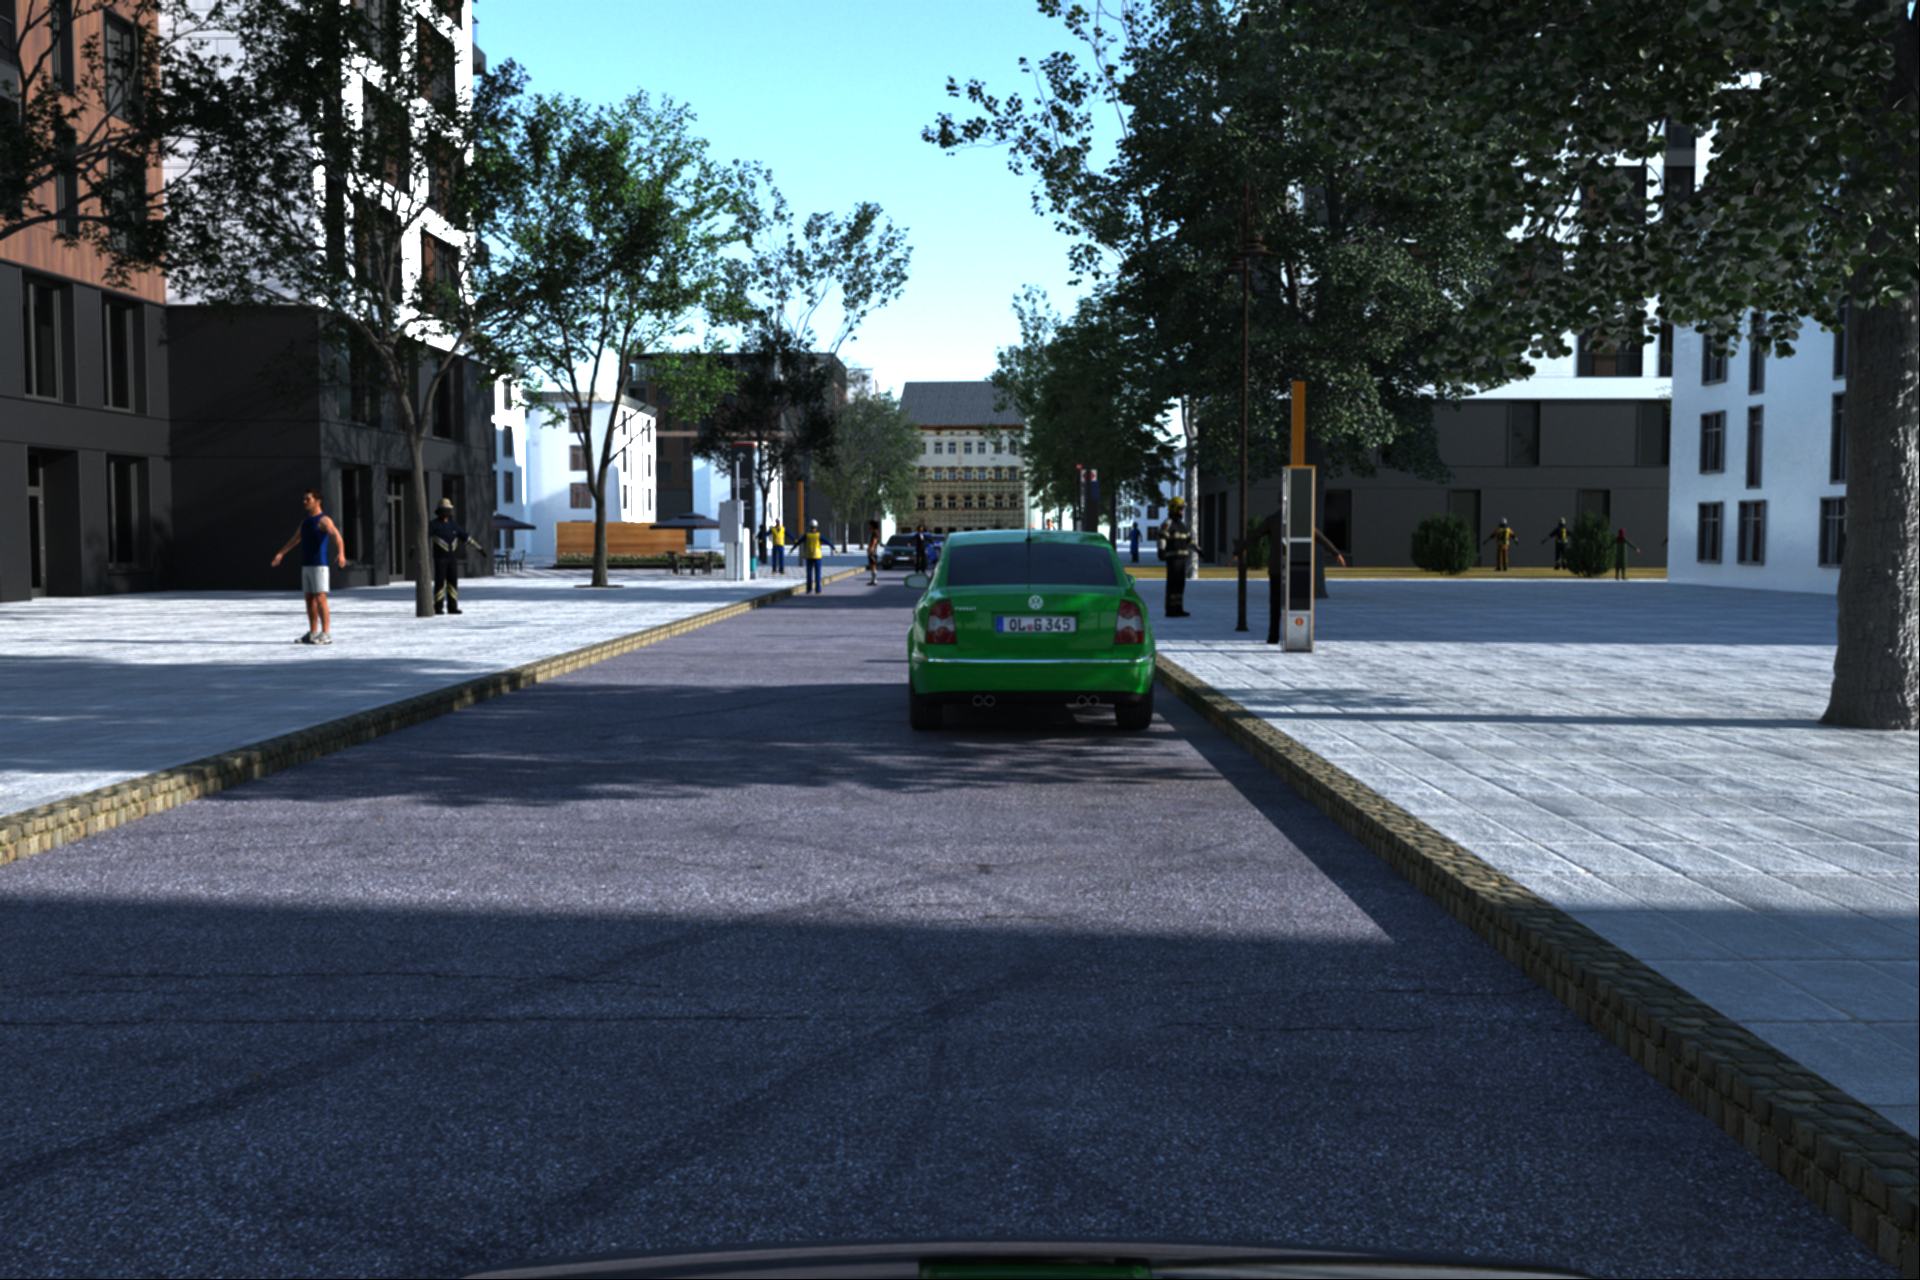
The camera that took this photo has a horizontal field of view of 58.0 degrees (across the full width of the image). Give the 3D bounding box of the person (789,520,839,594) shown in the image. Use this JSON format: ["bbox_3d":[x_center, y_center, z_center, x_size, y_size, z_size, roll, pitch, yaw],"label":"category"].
[{"bbox_3d":[-3.496,-1.988,41.430,1.216,1.772,0.721,0,4,1],"label":"person"}]

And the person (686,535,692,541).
[{"bbox_3d":[-12.994,-4.489,79.661,1.348,1.796,0.705,-2,4,-24],"label":"person"}]

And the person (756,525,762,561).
[{"bbox_3d":[-9.682,-4.706,83.672,0.721,1.740,1.216,1,4,17],"label":"person"}]

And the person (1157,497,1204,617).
[{"bbox_3d":[3.365,-1.287,26.807,0.704,1.858,1.351,3,4,36],"label":"person"}]

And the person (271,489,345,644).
[{"bbox_3d":[-7.569,-0.862,20.267,1.345,1.807,0.704,2,4,35],"label":"person"}]

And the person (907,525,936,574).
[{"bbox_3d":[-1.362,-3.205,61.583,1.216,1.740,0.721,-2,4,-30],"label":"person"}]

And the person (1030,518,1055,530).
[{"bbox_3d":[2.381,-2.588,49.164,0.742,1.727,0.445,-1,4,-14],"label":"person"}]

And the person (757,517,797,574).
[{"bbox_3d":[-5.859,-3.047,55.787,1.349,1.833,0.705,-1,4,-13],"label":"person"}]

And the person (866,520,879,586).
[{"bbox_3d":[-2.456,-2.429,48.318,0.704,1.843,1.345,0,4,-6],"label":"person"}]

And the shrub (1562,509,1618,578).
[{"bbox_3d":[18.653,-2.863,51.234,1.690,2.028,1.600,0,3,0],"label":"shrub"}]

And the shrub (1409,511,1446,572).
[{"bbox_3d":[16.090,-3.350,58.816,1.661,2.075,1.752,0,3,0],"label":"shrub"}]

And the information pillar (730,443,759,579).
[{"bbox_3d":[-6.170,-3.668,49.350,0.750,3.857,0.750,0,4,0],"label":"information pillar"}]

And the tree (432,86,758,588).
[{"bbox_3d":[-8.654,-7.057,41.145,9.928,11.665,9.643,0,3,0],"label":"tree"}]

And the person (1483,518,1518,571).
[{"bbox_3d":[18.951,-3.352,60.577,1.354,1.858,0.705,-1,4,-15],"label":"person"}]

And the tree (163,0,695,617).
[{"bbox_3d":[-8.311,-5.655,26.879,8.767,10.594,7.601,0,4,-7],"label":"tree"}]

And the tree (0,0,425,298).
[{"bbox_3d":[-9.105,-4.944,15.244,8.767,10.594,7.601,-2,4,-33],"label":"tree"}]

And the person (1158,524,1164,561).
[{"bbox_3d":[9.690,-4.696,83.006,0.704,1.802,1.346,0,4,0],"label":"person"}]

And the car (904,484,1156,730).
[{"bbox_3d":[0.509,-0.320,14.028,1.959,1.807,4.718,0,4,0],"label":"car"}]

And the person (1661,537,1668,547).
[{"bbox_3d":[20.633,-2.675,49.875,0.704,1.812,1.346,0,4,-6],"label":"person"}]

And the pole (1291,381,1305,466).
[{"bbox_3d":[4.524,-1.800,23.275,0.158,3.312,0.155,0,3,0],"label":"pole"}]

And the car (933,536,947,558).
[{"bbox_3d":[0.150,-2.758,54.874,2.009,1.686,4.222,0,4,0],"label":"car"}]

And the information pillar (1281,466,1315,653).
[{"bbox_3d":[3.662,-0.874,18.782,0.304,2.012,0.304,0,4,1],"label":"information pillar"}]

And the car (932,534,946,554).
[{"bbox_3d":[-1.568,-6.000,110.097,2.014,1.417,4.499,0,4,0],"label":"car"}]

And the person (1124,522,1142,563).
[{"bbox_3d":[7.755,-4.339,77.070,0.704,1.817,1.347,-2,4,-29],"label":"person"}]

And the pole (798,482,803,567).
[{"bbox_3d":[-6.208,-4.508,67.543,0.158,3.312,0.155,0,3,0],"label":"pole"}]

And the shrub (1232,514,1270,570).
[{"bbox_3d":[10.573,-3.509,61.792,1.690,2.028,1.600,0,3,0],"label":"shrub"}]

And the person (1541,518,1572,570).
[{"bbox_3d":[21.606,-3.454,62.260,1.354,1.856,0.705,0,4,3],"label":"person"}]

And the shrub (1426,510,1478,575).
[{"bbox_3d":[15.385,-3.043,54.180,1.690,2.028,1.600,0,3,0],"label":"shrub"}]

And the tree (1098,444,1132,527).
[{"bbox_3d":[22.237,-20.457,241.120,9.857,13.997,8.962,0,3,0],"label":"tree"}]

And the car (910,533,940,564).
[{"bbox_3d":[-1.946,-4.557,84.102,1.945,1.707,3.694,0,4,0],"label":"car"}]

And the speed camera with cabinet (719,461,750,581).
[{"bbox_3d":[-6.228,-3.266,47.740,0.660,3.252,2.038,0,4,0],"label":"speed camera with cabinet"}]

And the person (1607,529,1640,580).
[{"bbox_3d":[18.569,-2.405,48.541,0.599,1.438,0.989,-3,4,-38],"label":"person"}]

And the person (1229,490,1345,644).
[{"bbox_3d":[3.805,-0.859,20.229,1.348,1.807,0.705,1,4,15],"label":"person"}]

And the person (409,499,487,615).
[{"bbox_3d":[-8.214,-1.334,27.680,0.704,1.845,1.351,3,5,43],"label":"person"}]

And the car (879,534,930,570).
[{"bbox_3d":[-2.207,-3.663,69.676,2.009,1.686,4.222,0,4,1],"label":"car"}]
